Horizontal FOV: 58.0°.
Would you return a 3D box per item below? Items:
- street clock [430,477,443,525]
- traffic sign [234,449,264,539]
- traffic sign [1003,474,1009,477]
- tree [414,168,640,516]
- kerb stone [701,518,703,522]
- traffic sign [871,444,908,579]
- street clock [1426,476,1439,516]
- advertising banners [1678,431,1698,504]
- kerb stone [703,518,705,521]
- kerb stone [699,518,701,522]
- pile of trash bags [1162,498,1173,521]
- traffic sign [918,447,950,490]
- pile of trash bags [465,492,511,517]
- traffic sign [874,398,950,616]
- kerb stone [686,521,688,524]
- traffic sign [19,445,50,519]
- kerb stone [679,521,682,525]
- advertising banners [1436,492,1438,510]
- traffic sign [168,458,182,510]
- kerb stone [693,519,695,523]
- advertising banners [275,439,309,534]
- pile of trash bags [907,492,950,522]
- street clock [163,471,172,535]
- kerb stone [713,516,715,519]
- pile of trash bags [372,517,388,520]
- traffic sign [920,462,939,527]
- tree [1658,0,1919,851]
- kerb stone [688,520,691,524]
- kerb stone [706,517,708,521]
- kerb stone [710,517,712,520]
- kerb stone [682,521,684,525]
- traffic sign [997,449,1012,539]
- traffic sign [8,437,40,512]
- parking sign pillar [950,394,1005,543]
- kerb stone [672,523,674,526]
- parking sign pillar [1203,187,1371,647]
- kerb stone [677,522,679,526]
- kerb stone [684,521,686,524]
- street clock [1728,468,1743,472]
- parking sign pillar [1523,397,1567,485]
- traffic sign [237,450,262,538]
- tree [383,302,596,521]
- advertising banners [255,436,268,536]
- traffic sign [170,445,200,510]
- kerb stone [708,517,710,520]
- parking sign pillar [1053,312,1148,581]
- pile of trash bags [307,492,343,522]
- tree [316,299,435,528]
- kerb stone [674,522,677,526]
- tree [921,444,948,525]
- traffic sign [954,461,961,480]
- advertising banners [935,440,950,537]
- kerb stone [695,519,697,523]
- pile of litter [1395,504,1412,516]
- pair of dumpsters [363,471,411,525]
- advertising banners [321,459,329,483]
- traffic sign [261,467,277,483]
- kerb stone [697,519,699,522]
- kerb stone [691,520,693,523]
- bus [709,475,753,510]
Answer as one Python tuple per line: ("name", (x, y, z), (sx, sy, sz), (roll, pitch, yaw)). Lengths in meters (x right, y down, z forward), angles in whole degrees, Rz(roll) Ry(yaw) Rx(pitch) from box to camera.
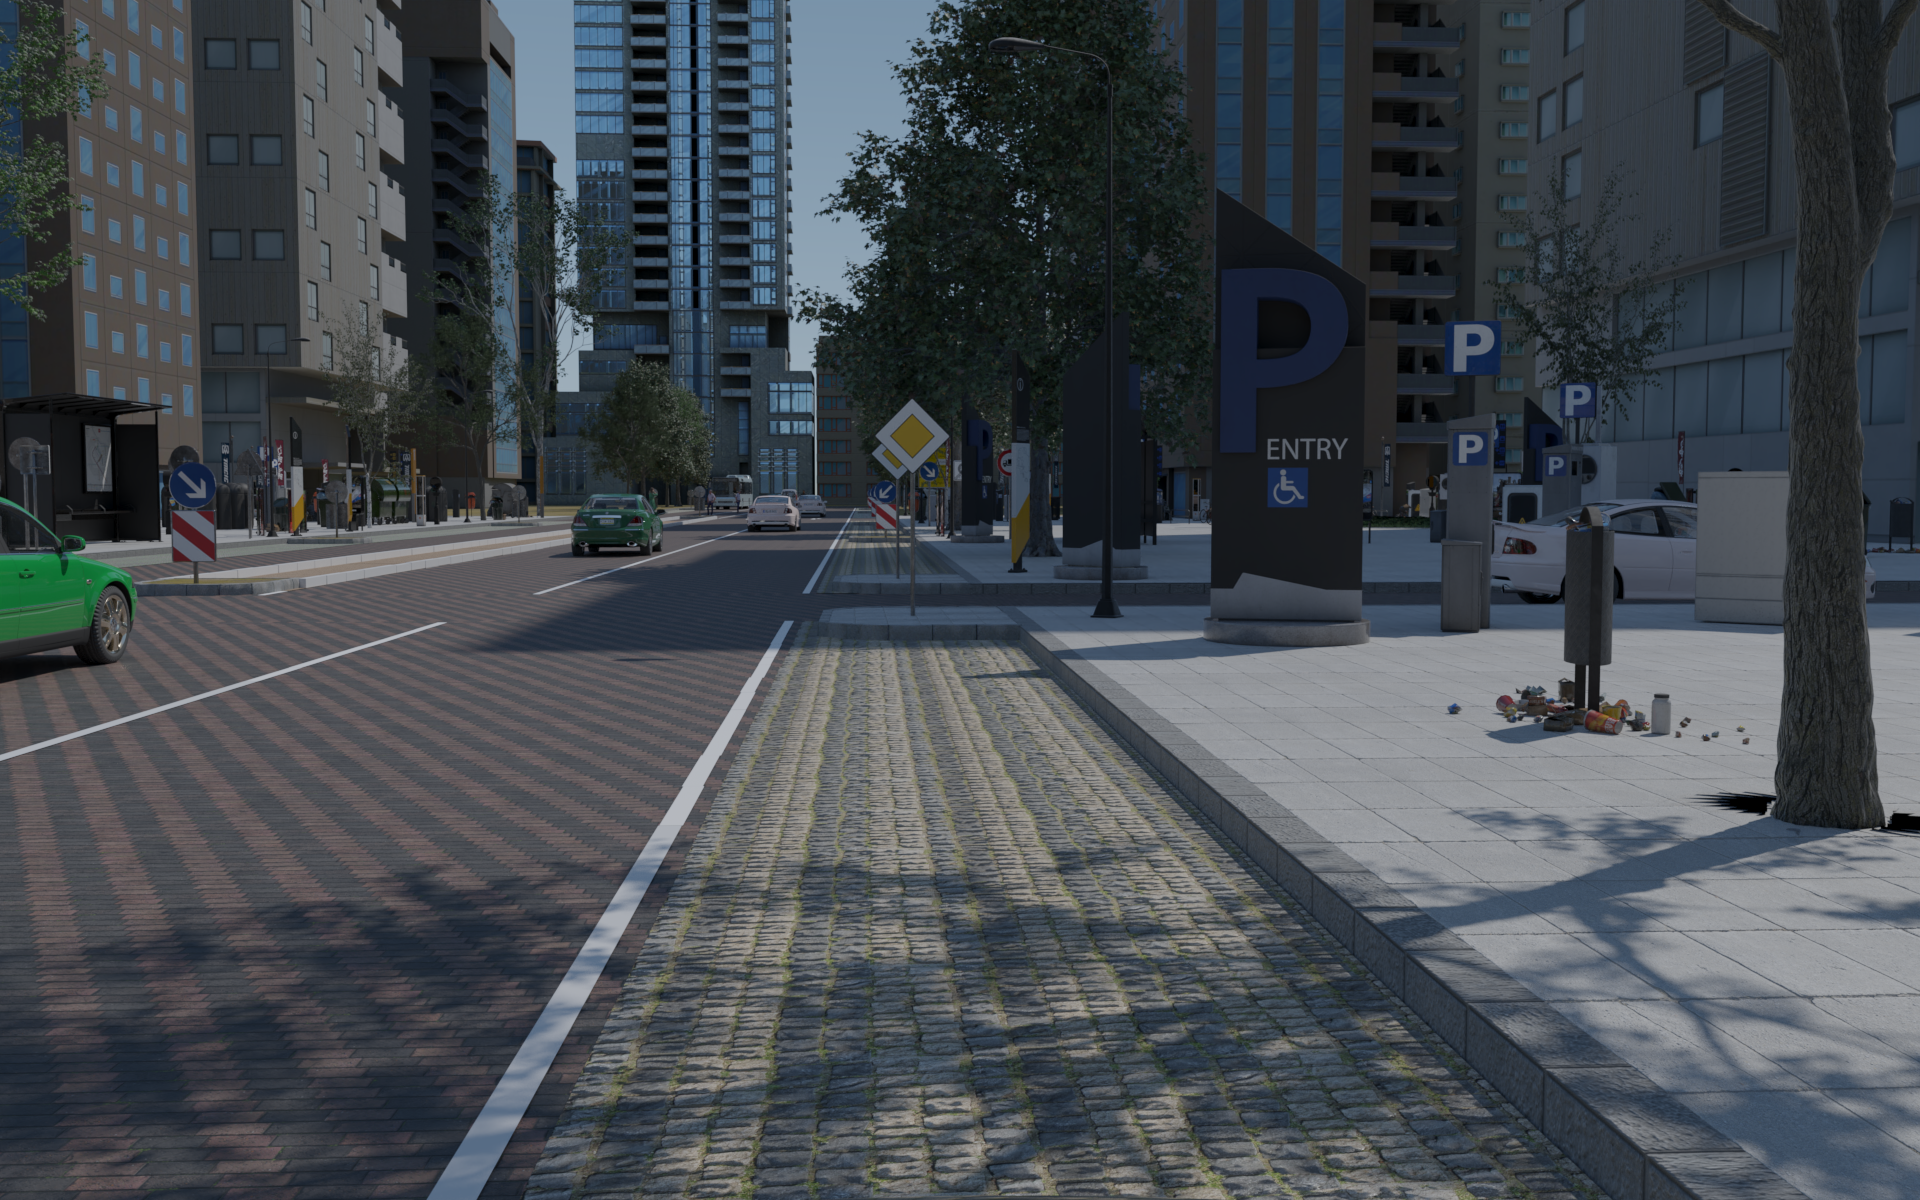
("street clock", (-21.893, -4.151, 72.432), (0.471, 2.002, 0.358), (0, 4, 0))
("traffic sign", (-20.329, -3.028, 49.508), (0.884, 2.594, 0.081), (0, 4, 4))
("traffic sign", (1.537, -3.172, 51.965), (0.768, 2.556, 0.104), (0, 4, 2))
("tree", (-25.320, -15.020, 101.460), (12.611, 20.169, 13.585), (0, 3, 0))
("kerb stone", (-13.488, -4.097, 89.182), (0.120, 0.150, 1.000), (0, 4, -3))
("traffic sign", (-0.943, -1.378, 26.167), (0.795, 2.450, 0.064), (0, 4, -3))
("street clock", (18.637, -3.901, 68.349), (0.471, 2.002, 0.358), (3, 5, 41))
("advertising banners", (19.971, -3.130, 47.370), (0.090, 3.025, 2.074), (0, 4, 4))
("kerb stone", (-13.542, -4.160, 90.205), (0.120, 0.150, 1.000), (0, 4, -3))
("kerb stone", (-13.428, -4.034, 88.156), (0.120, 0.150, 1.000), (0, 4, -3))
("pile of trash bags", (8.865, -4.474, 82.903), (1.912, 1.369, 3.447), (2, 4, 27))
("traffic sign", (-0.652, -4.913, 74.199), (2.265, 3.308, 0.079), (0, 4, 1))
("pile of trash bags", (-26.225, -5.390, 97.873), (3.447, 1.369, 1.912), (-2, 4, -27))
("traffic sign", (-0.500, -0.890, 18.194), (0.795, 2.450, 0.064), (0, 4, -3))
("kerb stone", (-13.087, -3.658, 82.007), (0.120, 0.150, 1.000), (0, 4, -3))
("traffic sign", (-19.356, -2.087, 36.257), (0.606, 2.300, 0.079), (0, 4, -2))
("kerb stone", (-12.913, -3.471, 78.945), (0.120, 0.150, 1.000), (0, 4, -3))
("advertising banners", (27.766, -6.548, 103.246), (2.074, 3.025, 0.090), (-1, 4, -20))
("traffic sign", (-23.793, -3.225, 52.828), (0.768, 2.556, 0.104), (0, 4, 6))
("kerb stone", (-13.259, -3.842, 85.088), (0.120, 0.150, 1.000), (0, 4, -3))
("advertising banners", (-21.762, -3.683, 56.407), (0.090, 3.025, 2.074), (0, 4, 6))
("pile of trash bags", (-0.752, -4.247, 79.183), (3.447, 1.369, 1.912), (1, 4, 12))
("street clock", (-24.970, -3.062, 54.640), (0.358, 2.002, 0.471), (-1, 4, -14))
("kerb stone", (-13.874, -4.535, 96.340), (0.120, 0.150, 1.000), (0, 4, -3))
("pile of trash bags", (-28.664, -4.607, 85.073), (3.447, 1.369, 1.912), (0, 4, -4))
("traffic sign", (-1.202, -4.156, 68.057), (0.768, 2.556, 0.104), (0, 4, 2))
("tree", (3.415, -4.948, 6.650), (9.928, 11.665, 9.643), (0, 3, 0))
("kerb stone", (-13.142, -3.720, 83.028), (0.120, 0.150, 1.000), (0, 4, -3))
("kerb stone", (-13.653, -4.284, 92.251), (0.120, 0.150, 1.000), (0, 4, -3))
("kerb stone", (-13.765, -4.410, 94.299), (0.120, 0.150, 1.000), (0, 4, -3))
("kerb stone", (-12.969, -3.532, 79.966), (0.120, 0.150, 1.000), (0, 4, -3))
("traffic sign", (1.431, -2.999, 49.139), (0.768, 2.556, 0.104), (0, 3, 0))
("traffic sign", (-20.935, -2.368, 38.821), (0.768, 2.556, 0.104), (0, 4, -2))
("parking sign pillar", (0.463, -3.504, 45.756), (1.447, 3.967, 1.447), (1, 4, 21))
("kerb stone", (-12.736, -3.280, 75.876), (0.120, 0.150, 1.000), (0, 4, -3))
("parking sign pillar", (2.867, -1.630, 15.116), (1.447, 3.967, 1.447), (1, 4, 12))
("kerb stone", (-12.860, -3.401, 77.925), (0.120, 0.150, 1.000), (0, 4, -3))
("kerb stone", (-13.028, -3.591, 80.987), (0.120, 0.150, 1.000), (0, 4, -3))
("street clock", (21.479, -2.658, 48.025), (0.471, 2.002, 0.358), (2, 4, 30))
("parking sign pillar", (16.337, -3.658, 48.283), (1.447, 3.967, 1.447), (-2, 4, -24))
("traffic sign", (-20.663, -3.074, 50.373), (0.768, 2.556, 0.104), (0, 4, 5))
("tree", (-23.238, -9.146, 83.941), (8.767, 10.594, 7.601), (-2, 4, -28))
("advertising banners", (-21.404, -3.479, 53.076), (0.090, 3.025, 2.074), (-2, 4, -31))
("traffic sign", (-20.215, -2.757, 45.180), (0.768, 2.556, 0.104), (0, 4, 0))
("kerb stone", (-13.709, -4.347, 93.275), (0.120, 0.150, 1.000), (0, 4, -3))
("parking sign pillar", (2.146, -2.313, 26.287), (1.447, 3.967, 1.447), (-3, 5, -39))
("pile of trash bags", (-29.539, -4.327, 80.497), (1.912, 1.369, 3.447), (-1, 4, -11))
("tree", (-22.132, -7.009, 64.955), (4.360, 8.622, 3.978), (0, 3, 0))
("kerb stone", (-12.800, -3.346, 76.896), (0.120, 0.150, 1.000), (0, 4, -3))
("tree", (-0.793, -7.361, 70.714), (4.737, 8.622, 4.395), (0, 3, 0))
("traffic sign", (0.108, -3.108, 52.943), (0.606, 2.300, 0.079), (0, 4, -2))
("advertising banners", (-0.526, -3.420, 52.112), (0.090, 3.025, 2.074), (-1, 4, -11))
("kerb stone", (-13.310, -3.909, 86.111), (0.120, 0.150, 1.000), (0, 4, -3))
("pile of litter", (18.940, -3.689, 74.280), (1.176, 0.858, 1.719), (-2, 4, -23))
("pair of dumpsters", (-24.335, -4.287, 72.590), (1.574, 2.255, 4.437), (0, 4, -3))
("advertising banners", (-31.397, -5.557, 87.050), (0.090, 3.025, 2.074), (1, 4, 18))
("traffic sign", (-26.389, -3.917, 66.169), (0.606, 2.300, 0.079), (0, 4, 6))
("kerb stone", (-13.365, -3.972, 87.136), (0.120, 0.150, 1.000), (0, 4, -3))
("kerb stone", (-13.192, -3.776, 84.055), (0.120, 0.150, 1.000), (0, 4, -3))
("bus", (-21.485, -10.303, 163.308), (2.948, 3.499, 13.247), (0, 4, -1))
